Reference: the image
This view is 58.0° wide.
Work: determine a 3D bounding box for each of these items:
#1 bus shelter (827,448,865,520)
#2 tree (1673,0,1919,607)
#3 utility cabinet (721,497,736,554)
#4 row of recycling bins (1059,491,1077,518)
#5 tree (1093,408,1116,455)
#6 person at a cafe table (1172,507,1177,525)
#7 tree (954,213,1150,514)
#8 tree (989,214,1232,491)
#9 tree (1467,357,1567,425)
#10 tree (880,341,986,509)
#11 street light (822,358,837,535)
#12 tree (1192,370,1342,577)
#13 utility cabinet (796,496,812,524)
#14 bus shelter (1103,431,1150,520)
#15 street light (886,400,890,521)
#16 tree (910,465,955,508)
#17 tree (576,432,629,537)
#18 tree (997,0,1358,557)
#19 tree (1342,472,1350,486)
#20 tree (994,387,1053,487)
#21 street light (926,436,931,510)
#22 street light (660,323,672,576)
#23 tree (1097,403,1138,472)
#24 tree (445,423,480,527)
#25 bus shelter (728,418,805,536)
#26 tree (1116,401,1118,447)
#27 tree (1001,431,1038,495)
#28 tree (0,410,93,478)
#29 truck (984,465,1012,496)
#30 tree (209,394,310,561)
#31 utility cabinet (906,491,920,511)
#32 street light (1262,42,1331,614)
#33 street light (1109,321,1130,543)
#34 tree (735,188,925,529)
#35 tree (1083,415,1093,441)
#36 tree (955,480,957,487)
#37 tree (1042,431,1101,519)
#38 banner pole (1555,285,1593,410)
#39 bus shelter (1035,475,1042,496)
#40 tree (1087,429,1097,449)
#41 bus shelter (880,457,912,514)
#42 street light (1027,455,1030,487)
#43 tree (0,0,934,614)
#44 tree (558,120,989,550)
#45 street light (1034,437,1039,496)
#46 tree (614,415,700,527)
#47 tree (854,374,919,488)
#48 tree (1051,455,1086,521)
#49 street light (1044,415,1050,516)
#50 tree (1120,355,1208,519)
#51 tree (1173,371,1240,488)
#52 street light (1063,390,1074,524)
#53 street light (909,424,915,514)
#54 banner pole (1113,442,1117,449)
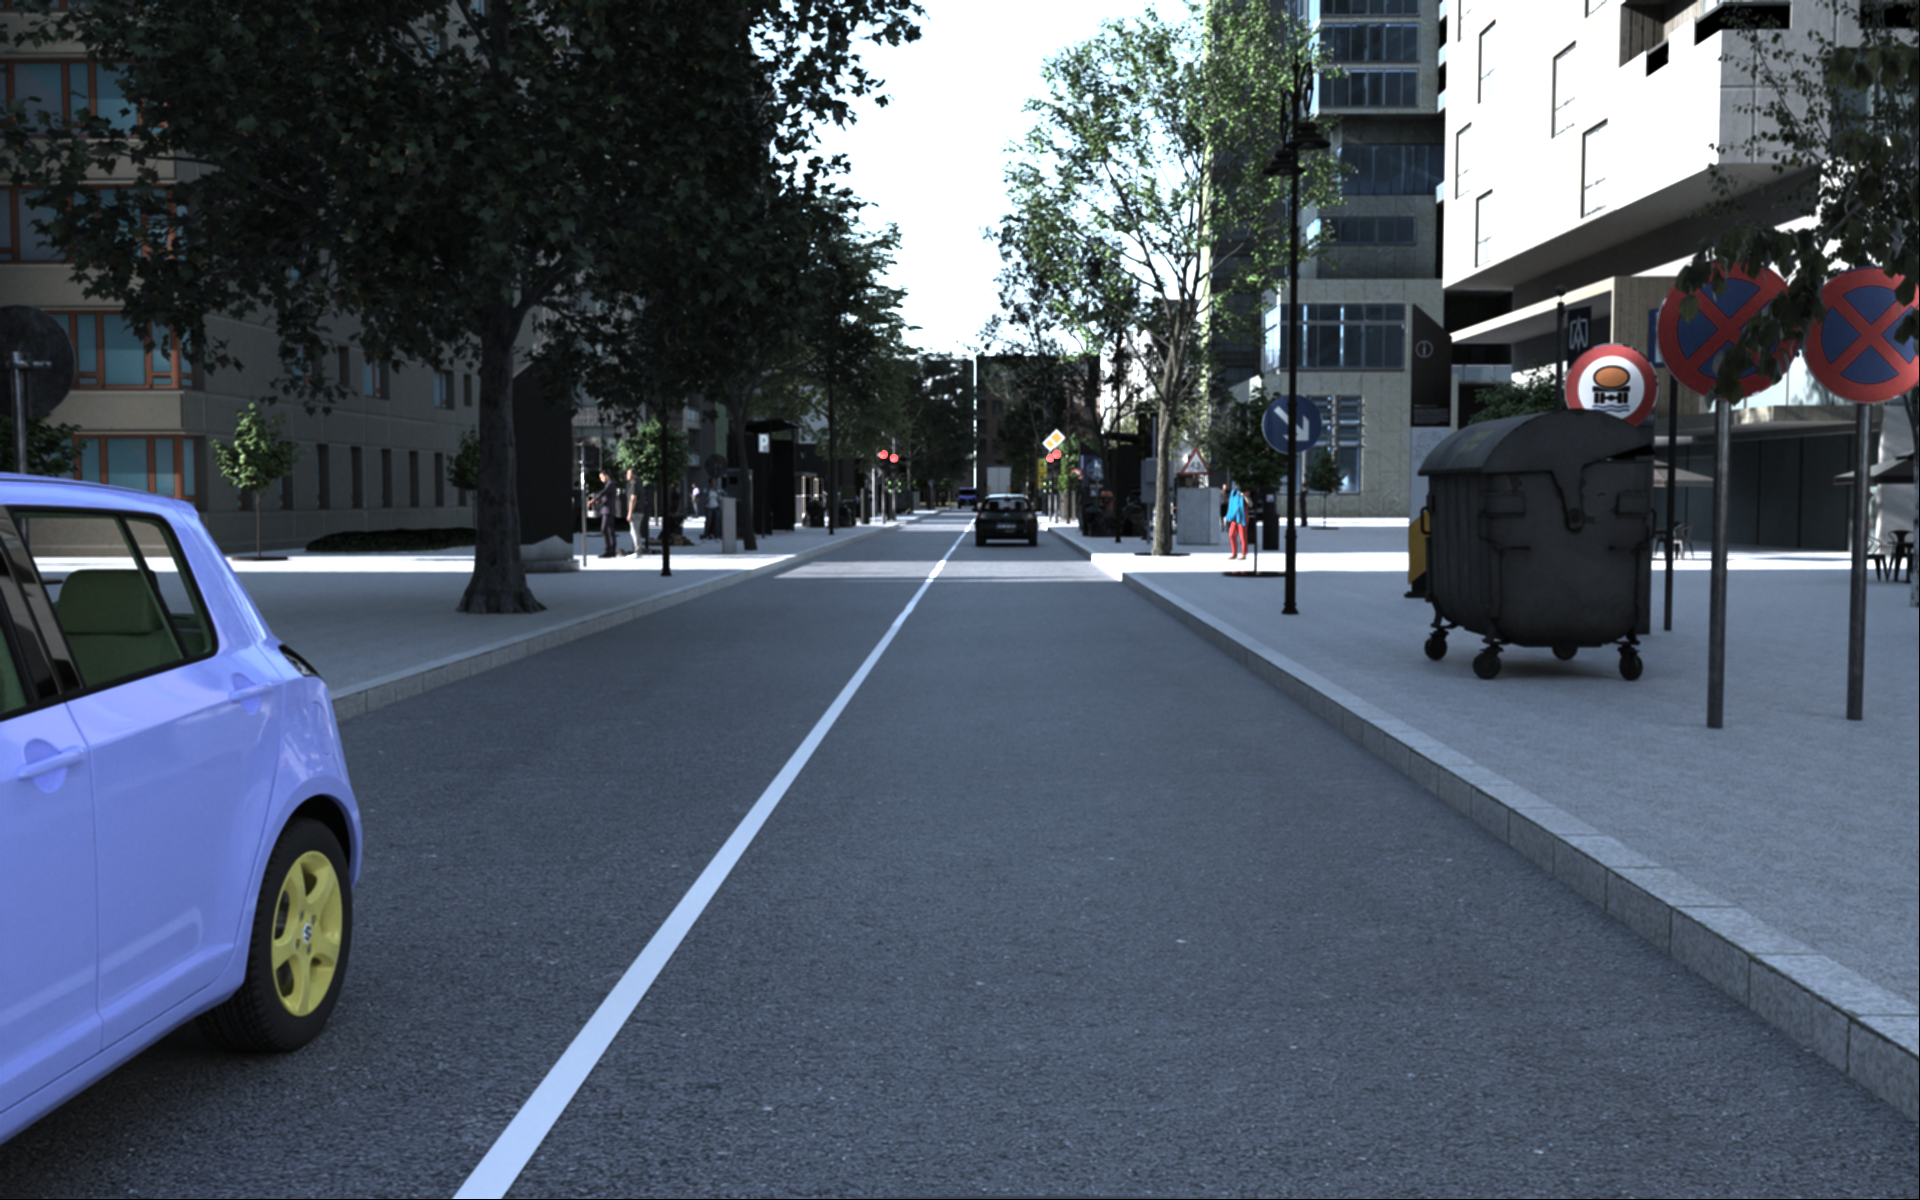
[{"bbox_3d":[-5.399,-5.757,85.412,1.731,3.624,6.357,0,4,1],"label":"bus shelter"},{"bbox_3d":[10.673,-4.223,19.414,4.360,8.622,3.978,0,3,0],"label":"tree"},{"bbox_3d":[-5.011,-1.618,37.622,0.306,1.237,1.020,-1,4,-9],"label":"utility cabinet"},{"bbox_3d":[7.090,-5.294,93.676,3.534,1.692,1.069,-1,4,-19],"label":"row of recycling bins"},{"bbox_3d":[12.581,-10.841,127.611,4.737,8.622,4.395,0,3,0],"label":"tree"},{"bbox_3d":[9.484,-3.928,72.735,1.698,1.524,1.622,3,4,38],"label":"person at a cafe table"},{"bbox_3d":[6.058,-15.552,110.163,12.611,20.169,13.585,0,3,0],"label":"tree"},{"bbox_3d":[4.877,-7.521,57.384,8.767,10.594,7.601,-1,4,-15],"label":"tree"},{"bbox_3d":[13.952,-3.556,41.851,4.285,4.588,4.351,0,3,0],"label":"tree"},{"bbox_3d":[-2.381,-14.633,145.908,9.857,13.997,8.962,0,3,0],"label":"tree"},{"bbox_3d":[-4.062,-5.001,54.554,0.468,5.910,1.993,0,4,1],"label":"street light"},{"bbox_3d":[4.695,-1.982,27.006,1.663,3.219,1.824,0,3,0],"label":"tree"},{"bbox_3d":[-6.989,-3.939,75.564,1.020,1.237,0.306,-1,4,-9],"label":"utility cabinet"},{"bbox_3d":[6.443,-4.681,67.821,1.731,3.624,6.357,0,4,1],"label":"bus shelter"},{"bbox_3d":[-3.468,-6.760,83.309,0.468,5.910,1.993,0,4,1],"label":"street light"},{"bbox_3d":[-3.070,-11.000,163.556,4.285,4.588,4.351,0,3,0],"label":"tree"},{"bbox_3d":[-10.994,-3.547,52.598,1.663,3.219,1.824,0,3,0],"label":"tree"},{"bbox_3d":[4.357,-6.721,35.642,9.928,11.665,9.643,0,3,0],"label":"tree"},{"bbox_3d":[13.510,-4.215,63.516,1.663,3.219,1.824,0,3,0],"label":"tree"},{"bbox_3d":[7.396,-16.063,180.758,7.486,12.596,7.792,0,3,0],"label":"tree"},{"bbox_3d":[-2.451,-10.118,138.211,0.468,5.910,1.993,0,4,1],"label":"street light"},{"bbox_3d":[-4.608,-3.315,26.990,0.468,5.910,1.993,0,4,1],"label":"street light"},{"bbox_3d":[14.064,-11.479,138.041,4.360,8.622,3.978,0,3,0],"label":"tree"},{"bbox_3d":[-13.122,-3.216,47.184,1.663,3.219,1.824,0,3,0],"label":"tree"},{"bbox_3d":[-6.272,-3.996,56.617,1.731,3.624,6.357,0,4,1],"label":"bus shelter"},{"bbox_3d":[13.831,-10.450,121.212,4.737,8.622,4.395,0,3,0],"label":"tree"},{"bbox_3d":[6.737,-14.586,188.843,4.737,8.622,4.395,0,3,0],"label":"tree"},{"bbox_3d":[-13.260,-1.840,24.686,1.663,3.219,1.824,0,3,0],"label":"tree"},{"bbox_3d":[3.784,-11.081,170.088,2.839,4.237,11.283,0,4,1],"label":"truck"},{"bbox_3d":[-13.743,-2.384,33.573,1.663,3.219,1.824,0,3,0],"label":"tree"},{"bbox_3d":[-3.767,-8.020,139.807,1.173,1.500,0.318,-3,5,-44],"label":"utility cabinet"},{"bbox_3d":[3.535,-2.788,18.373,0.468,5.910,1.993,0,4,1],"label":"street light"},{"bbox_3d":[4.193,-4.463,45.752,0.468,5.910,1.993,0,4,1],"label":"street light"},{"bbox_3d":[-4.934,-8.958,64.587,7.486,12.596,7.792,0,3,0],"label":"tree"},{"bbox_3d":[11.845,-12.410,153.267,4.737,8.622,4.395,0,3,0],"label":"tree"},{"bbox_3d":[-1.962,-13.790,209.173,4.285,4.588,4.351,0,3,0],"label":"tree"},{"bbox_3d":[5.930,-6.517,90.264,4.285,4.588,4.351,0,3,0],"label":"tree"},{"bbox_3d":[7.266,-1.875,20.668,0.401,3.779,0.863,-1,4,-14],"label":"banner pole"},{"bbox_3d":[7.292,-9.189,144.159,2.014,3.302,5.546,0,4,1],"label":"bus shelter"},{"bbox_3d":[12.505,-11.854,144.182,4.360,8.622,3.978,0,3,0],"label":"tree"},{"bbox_3d":[-4.162,-7.454,113.154,1.731,3.624,6.357,0,4,1],"label":"bus shelter"},{"bbox_3d":[6.221,-11.275,157.132,0.468,5.910,1.993,0,4,1],"label":"street light"},{"bbox_3d":[-4.987,-6.206,18.473,9.611,12.733,9.660,0,3,0],"label":"tree"},{"bbox_3d":[-5.064,-6.436,39.644,7.601,10.594,8.767,3,4,38],"label":"tree"},{"bbox_3d":[5.688,-9.557,129.040,0.468,5.910,1.993,0,4,1],"label":"street light"},{"bbox_3d":[-11.942,-5.191,68.580,4.285,4.588,4.351,0,3,0],"label":"tree"},{"bbox_3d":[-4.153,-9.116,99.410,4.737,8.622,4.395,0,3,0],"label":"tree"},{"bbox_3d":[5.149,-5.474,84.095,1.663,3.219,1.824,0,3,0],"label":"tree"},{"bbox_3d":[5.119,-7.874,101.532,0.468,5.910,1.993,0,4,1],"label":"street light"},{"bbox_3d":[10.677,-8.458,88.646,4.737,8.622,4.395,0,3,0],"label":"tree"},{"bbox_3d":[13.218,-8.840,94.893,4.360,8.622,3.978,0,3,0],"label":"tree"},{"bbox_3d":[4.620,-6.173,73.713,0.468,5.910,1.993,0,4,1],"label":"street light"},{"bbox_3d":[-3.048,-8.435,110.693,0.468,5.910,1.993,0,4,1],"label":"street light"},{"bbox_3d":[7.461,-5.679,82.864,0.401,3.779,0.863,1,4,22],"label":"banner pole"}]
